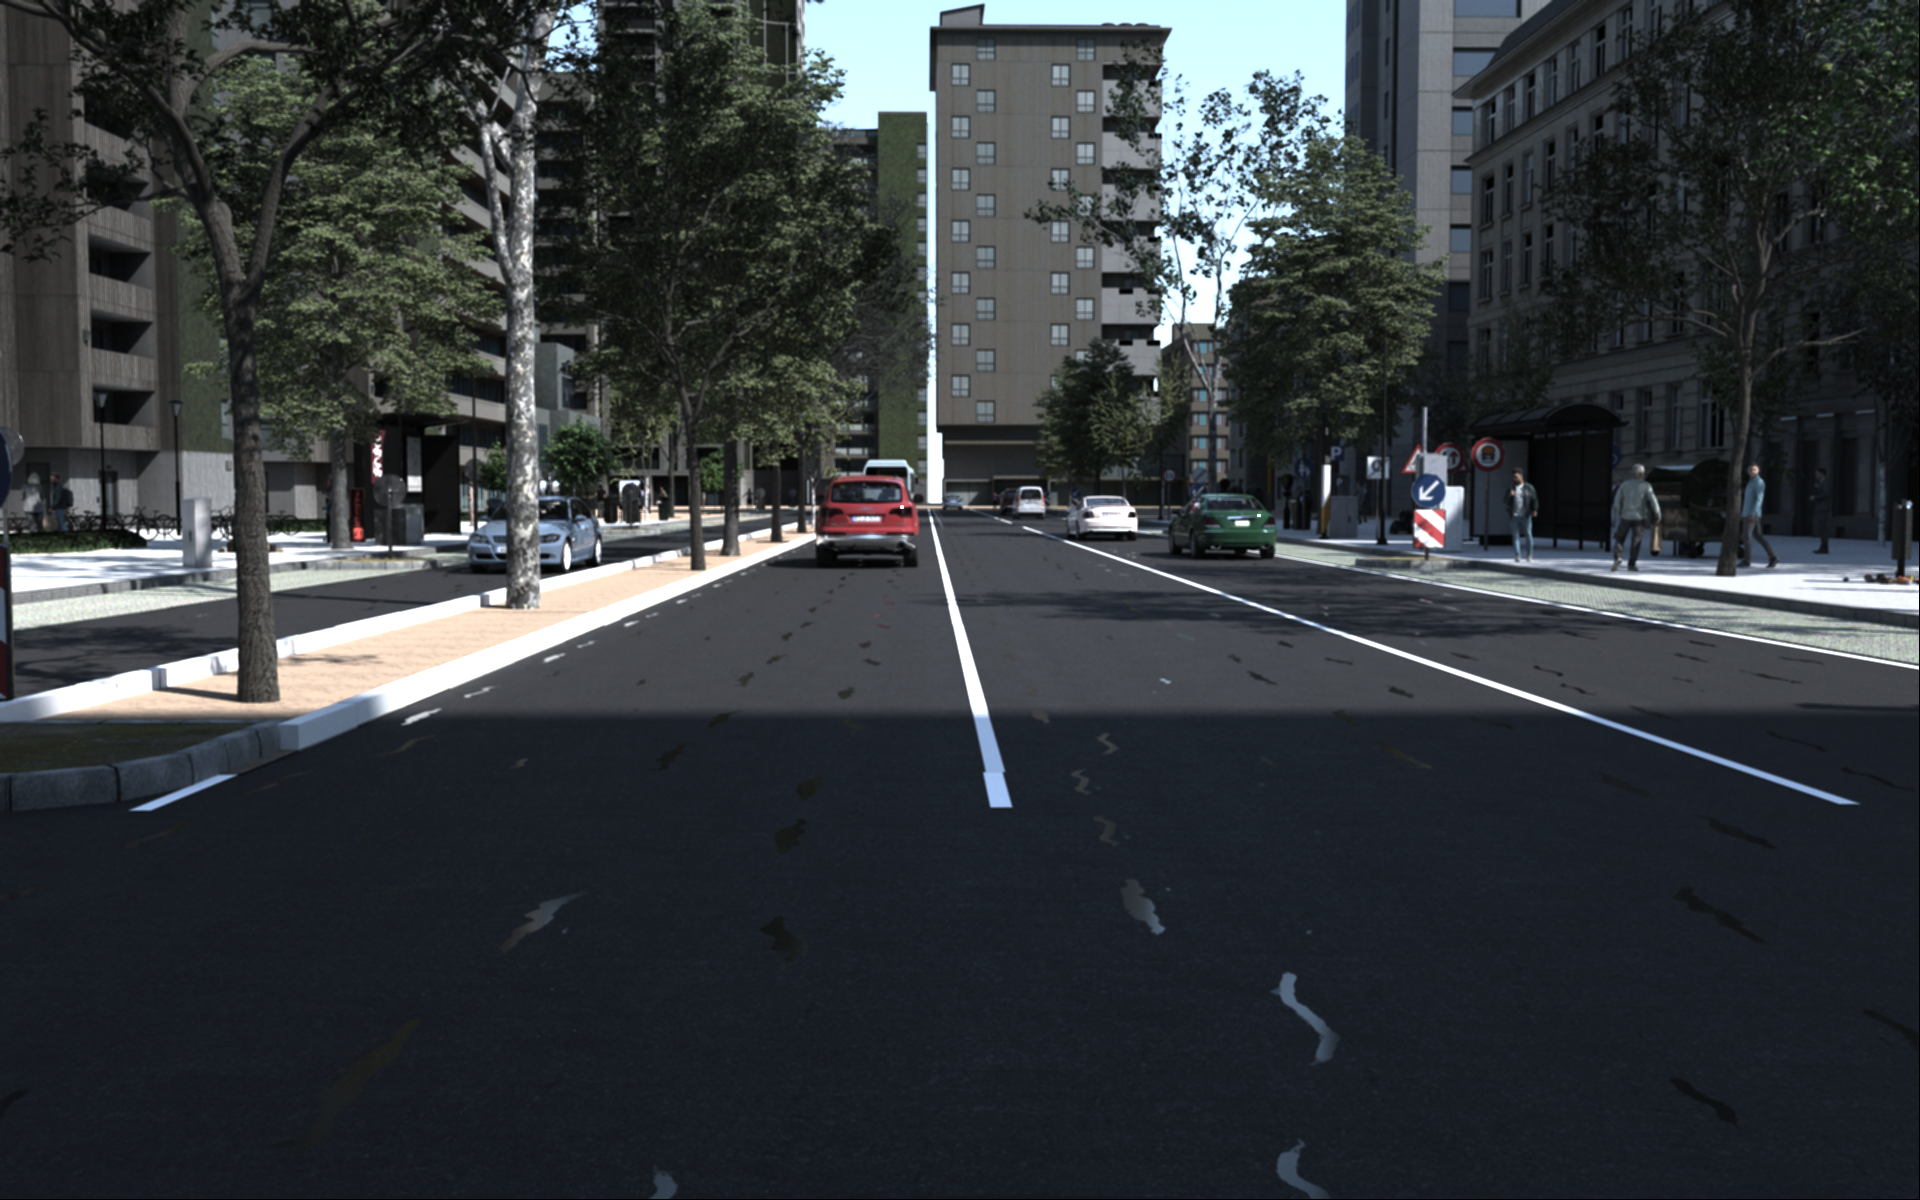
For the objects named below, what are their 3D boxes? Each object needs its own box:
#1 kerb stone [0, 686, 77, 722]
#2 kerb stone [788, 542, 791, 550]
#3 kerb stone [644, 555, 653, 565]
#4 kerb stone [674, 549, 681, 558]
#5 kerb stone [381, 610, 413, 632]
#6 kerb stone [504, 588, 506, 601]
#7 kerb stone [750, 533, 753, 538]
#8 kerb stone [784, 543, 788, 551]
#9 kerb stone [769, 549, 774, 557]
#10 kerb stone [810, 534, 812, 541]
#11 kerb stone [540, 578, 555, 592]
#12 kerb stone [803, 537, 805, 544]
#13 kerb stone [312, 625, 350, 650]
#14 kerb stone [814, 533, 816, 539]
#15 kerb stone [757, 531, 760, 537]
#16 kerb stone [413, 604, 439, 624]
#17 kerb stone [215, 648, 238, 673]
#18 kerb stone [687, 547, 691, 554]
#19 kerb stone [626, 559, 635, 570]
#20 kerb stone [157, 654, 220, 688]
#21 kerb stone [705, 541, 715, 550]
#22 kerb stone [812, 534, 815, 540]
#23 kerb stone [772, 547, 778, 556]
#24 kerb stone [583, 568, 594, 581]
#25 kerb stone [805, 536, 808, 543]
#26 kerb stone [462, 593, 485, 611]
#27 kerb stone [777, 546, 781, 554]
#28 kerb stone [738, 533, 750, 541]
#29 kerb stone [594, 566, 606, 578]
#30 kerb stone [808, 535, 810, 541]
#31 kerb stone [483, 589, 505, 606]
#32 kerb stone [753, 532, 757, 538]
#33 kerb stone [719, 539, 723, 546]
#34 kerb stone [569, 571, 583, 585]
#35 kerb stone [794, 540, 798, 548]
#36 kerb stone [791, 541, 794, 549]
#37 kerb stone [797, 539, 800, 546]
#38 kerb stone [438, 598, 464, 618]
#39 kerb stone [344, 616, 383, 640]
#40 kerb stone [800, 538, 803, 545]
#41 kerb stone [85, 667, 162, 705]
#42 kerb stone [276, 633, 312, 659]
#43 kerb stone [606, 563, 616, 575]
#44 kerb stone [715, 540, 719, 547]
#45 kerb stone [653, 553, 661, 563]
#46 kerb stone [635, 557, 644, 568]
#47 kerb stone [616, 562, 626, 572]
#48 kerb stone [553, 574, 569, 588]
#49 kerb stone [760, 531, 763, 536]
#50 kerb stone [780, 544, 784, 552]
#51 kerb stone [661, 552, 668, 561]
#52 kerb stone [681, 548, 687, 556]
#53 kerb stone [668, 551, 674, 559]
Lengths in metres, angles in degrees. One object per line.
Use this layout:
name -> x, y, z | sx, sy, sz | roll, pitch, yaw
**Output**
kerb stone -> -5.886, 0.682, 11.131 | 0.120, 0.150, 1.000 | 0, 4, -1
kerb stone -> -4.445, -1.332, 43.974 | 0.120, 0.150, 1.000 | 0, 4, -1
kerb stone -> -6.352, -0.767, 34.732 | 0.120, 0.150, 1.000 | 0, 4, -1
kerb stone -> -6.439, -1.016, 38.828 | 0.120, 0.150, 1.000 | 0, 4, -1
kerb stone -> -6.022, 0.238, 18.307 | 0.120, 0.150, 1.000 | 0, 4, -1
kerb stone -> -6.133, -0.077, 23.455 | 0.120, 0.150, 1.000 | 0, 4, -1
kerb stone -> -6.778, -2.020, 55.227 | 0.120, 0.150, 1.000 | 0, 4, -1
kerb stone -> -4.429, -1.269, 42.938 | 0.120, 0.150, 1.000 | 0, 4, -1
kerb stone -> -4.341, -1.018, 38.838 | 0.120, 0.150, 1.000 | 0, 4, -1
kerb stone -> -4.618, -1.833, 52.173 | 0.120, 0.150, 1.000 | 0, 4, -1
kerb stone -> -6.169, -0.202, 25.499 | 0.120, 0.150, 1.000 | 0, 4, -1
kerb stone -> -4.551, -1.645, 49.093 | 0.120, 0.150, 1.000 | 0, 4, -1
kerb stone -> -5.976, 0.369, 16.263 | 0.120, 0.150, 1.000 | 0, 4, -1
kerb stone -> -4.654, -1.957, 54.220 | 0.120, 0.150, 1.000 | 0, 4, -1
kerb stone -> -6.818, -2.146, 57.278 | 0.120, 0.150, 1.000 | 0, 4, -1
kerb stone -> -6.046, 0.180, 19.344 | 0.120, 0.150, 1.000 | 0, 4, -1
kerb stone -> -5.942, 0.489, 14.207 | 0.120, 0.150, 1.000 | 0, 4, -1
kerb stone -> -6.482, -1.140, 40.877 | 0.120, 0.150, 1.000 | 0, 4, -1
kerb stone -> -6.323, -0.633, 32.688 | 0.120, 0.150, 1.000 | 0, 4, -1
kerb stone -> -5.920, 0.552, 13.181 | 0.120, 0.150, 1.000 | 0, 4, -1
kerb stone -> -6.563, -1.394, 44.991 | 0.120, 0.150, 1.000 | 0, 4, -1
kerb stone -> -4.636, -1.893, 53.195 | 0.120, 0.150, 1.000 | 0, 4, -1
kerb stone -> -4.361, -1.081, 39.863 | 0.120, 0.150, 1.000 | 0, 4, -1
kerb stone -> -6.233, -0.390, 28.585 | 0.120, 0.150, 1.000 | 0, 4, -1
kerb stone -> -4.570, -1.706, 50.123 | 0.120, 0.150, 1.000 | 0, 4, -1
kerb stone -> -6.091, 0.050, 21.403 | 0.120, 0.150, 1.000 | 0, 4, -1
kerb stone -> -4.378, -1.143, 40.888 | 0.120, 0.150, 1.000 | 0, 4, -1
kerb stone -> -6.757, -1.958, 54.205 | 0.120, 0.150, 1.000 | 0, 4, -1
kerb stone -> -6.254, -0.454, 29.614 | 0.120, 0.150, 1.000 | 0, 4, -1
kerb stone -> -4.591, -1.766, 51.146 | 0.120, 0.150, 1.000 | 0, 4, -1
kerb stone -> -6.104, -0.014, 22.430 | 0.120, 0.150, 1.000 | 0, 4, -1
kerb stone -> -6.795, -2.083, 56.255 | 0.120, 0.150, 1.000 | 0, 4, -1
kerb stone -> -6.606, -1.517, 47.035 | 0.120, 0.150, 1.000 | 0, 4, -1
kerb stone -> -6.204, -0.328, 27.556 | 0.120, 0.150, 1.000 | 0, 4, -1
kerb stone -> -4.480, -1.457, 46.021 | 0.120, 0.150, 1.000 | 0, 4, -1
kerb stone -> -4.466, -1.395, 44.999 | 0.120, 0.150, 1.000 | 0, 4, -1
kerb stone -> -4.502, -1.519, 47.043 | 0.120, 0.150, 1.000 | 0, 4, -1
kerb stone -> -6.060, 0.115, 20.381 | 0.120, 0.150, 1.000 | 0, 4, -1
kerb stone -> -6.004, 0.300, 17.285 | 0.120, 0.150, 1.000 | 0, 4, -1
kerb stone -> -4.524, -1.577, 48.066 | 0.120, 0.150, 1.000 | 0, 4, -1
kerb stone -> -5.904, 0.614, 12.156 | 0.120, 0.150, 1.000 | 0, 4, -1
kerb stone -> -5.962, 0.426, 15.238 | 0.120, 0.150, 1.000 | 0, 4, -1
kerb stone -> -6.273, -0.517, 30.643 | 0.120, 0.150, 1.000 | 0, 4, -1
kerb stone -> -6.585, -1.457, 46.013 | 0.120, 0.150, 1.000 | 0, 4, -1
kerb stone -> -6.370, -0.829, 35.754 | 0.120, 0.150, 1.000 | 0, 4, -1
kerb stone -> -6.333, -0.704, 33.709 | 0.120, 0.150, 1.000 | 0, 4, -1
kerb stone -> -6.297, -0.579, 31.665 | 0.120, 0.150, 1.000 | 0, 4, -1
kerb stone -> -6.194, -0.264, 26.534 | 0.120, 0.150, 1.000 | 0, 4, -1
kerb stone -> -6.839, -2.208, 58.301 | 0.120, 0.150, 1.000 | 0, 4, -1
kerb stone -> -4.411, -1.205, 41.912 | 0.120, 0.150, 1.000 | 0, 4, -1
kerb stone -> -6.398, -0.888, 36.780 | 0.120, 0.150, 1.000 | 0, 4, -1
kerb stone -> -6.458, -1.076, 39.850 | 0.120, 0.150, 1.000 | 0, 4, -1
kerb stone -> -6.424, -0.954, 37.806 | 0.120, 0.150, 1.000 | 0, 4, -1
